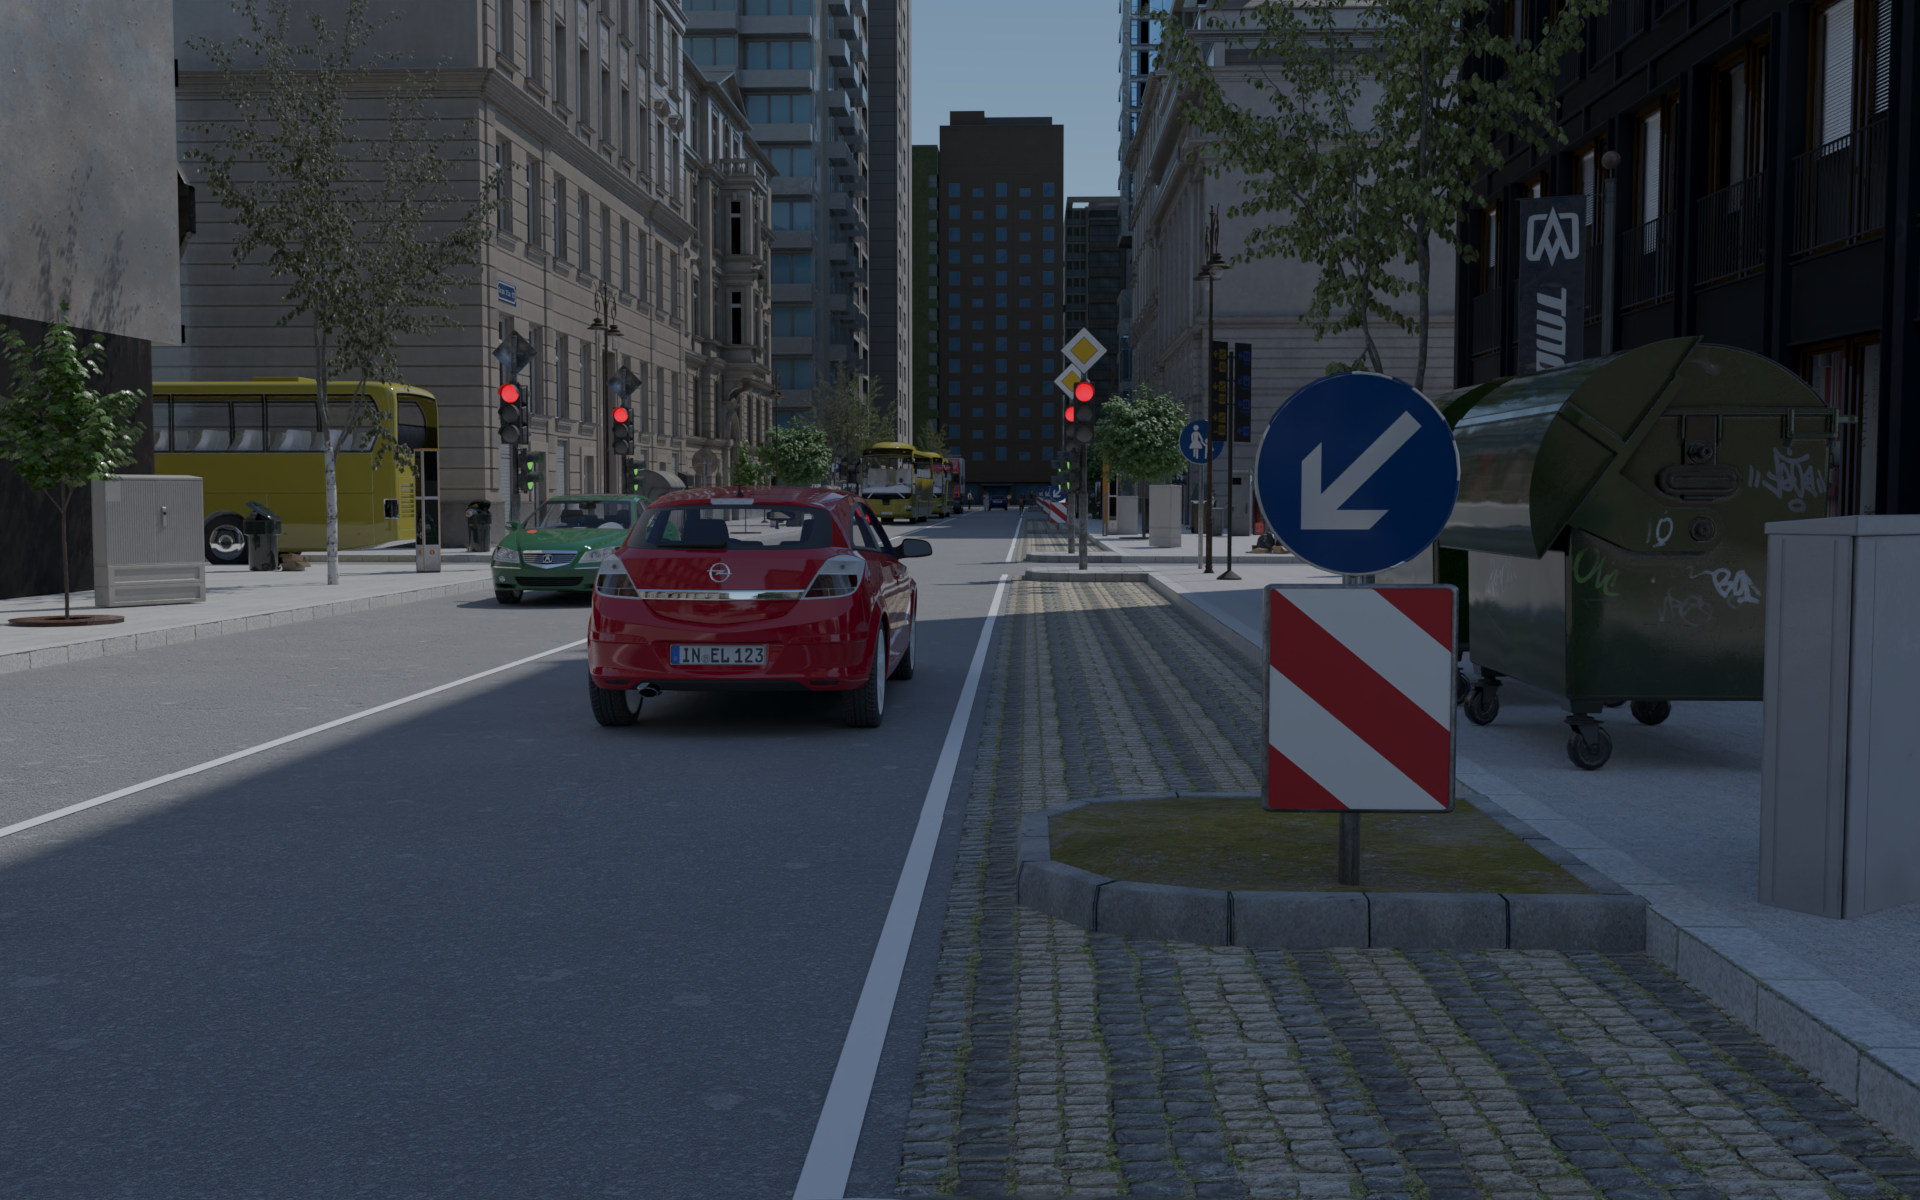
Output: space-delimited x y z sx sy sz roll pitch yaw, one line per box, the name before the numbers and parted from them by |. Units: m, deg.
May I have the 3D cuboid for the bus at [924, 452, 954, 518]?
bus | -1.934 -6.942 105.045 2.896 3.916 12.252 0 4 2

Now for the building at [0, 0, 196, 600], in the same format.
building | -20.009 -9.291 19.353 16.811 18.784 16.820 0 4 2

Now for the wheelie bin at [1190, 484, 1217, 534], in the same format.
wheelie bin | 7.870 -2.943 56.026 0.980 1.594 0.693 3 4 38

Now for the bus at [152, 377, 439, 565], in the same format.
bus | -16.638 -2.593 33.942 12.252 3.916 2.896 0 4 2

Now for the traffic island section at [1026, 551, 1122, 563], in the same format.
traffic island section | 2.424 -0.921 37.347 2.009 0.180 2.903 0 4 2

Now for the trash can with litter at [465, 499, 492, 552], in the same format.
trash can with litter | -10.752 -1.649 38.347 0.624 1.170 1.055 -2 4 -31

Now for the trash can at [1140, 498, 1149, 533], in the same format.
trash can | 6.312 -2.787 57.223 0.748 1.137 0.748 0 3 0

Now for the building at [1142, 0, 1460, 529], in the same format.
building | 15.304 -14.252 74.816 13.314 21.916 24.055 0 4 2

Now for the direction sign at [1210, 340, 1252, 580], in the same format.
direction sign | 4.039 -2.072 25.879 0.876 3.537 0.379 -3 5 -40

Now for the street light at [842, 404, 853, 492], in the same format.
street light | -5.757 -7.082 88.571 0.468 5.910 1.993 0 4 2

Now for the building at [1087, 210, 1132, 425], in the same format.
building | 19.959 -24.839 177.816 14.160 30.474 14.107 0 4 2

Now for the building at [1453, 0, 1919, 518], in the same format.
building | 13.316 -11.494 17.605 12.332 23.373 15.834 0 4 2

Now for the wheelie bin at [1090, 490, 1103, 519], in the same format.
wheelie bin | 7.071 -4.943 88.724 0.693 1.594 0.980 2 4 30

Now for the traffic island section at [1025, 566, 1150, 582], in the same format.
traffic island section | 2.108 -0.433 29.368 2.009 0.180 2.903 0 4 2

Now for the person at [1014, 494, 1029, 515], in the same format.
person | 4.172 -6.481 117.729 1.065 1.426 0.557 1 4 18

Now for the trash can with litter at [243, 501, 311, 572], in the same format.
trash can with litter | -11.385 -1.072 28.910 1.055 1.170 0.624 0 4 4

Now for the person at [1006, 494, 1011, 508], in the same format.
person | 4.985 -10.129 177.292 0.799 1.438 0.628 1 4 22

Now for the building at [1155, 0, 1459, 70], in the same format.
building | 27.403 -26.620 127.120 32.217 40.220 23.993 0 4 2

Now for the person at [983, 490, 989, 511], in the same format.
person | 2.174 -8.328 145.329 0.551 1.740 0.621 -1 4 -13

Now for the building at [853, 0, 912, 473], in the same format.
building | -15.694 -45.049 174.801 20.611 71.187 20.563 0 4 2

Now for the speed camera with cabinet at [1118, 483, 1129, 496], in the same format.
speed camera with cabinet | 7.202 -5.199 79.334 0.660 3.252 2.038 1 4 21

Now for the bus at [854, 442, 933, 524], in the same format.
bus | -3.042 -5.757 85.680 2.896 3.916 12.252 0 4 4

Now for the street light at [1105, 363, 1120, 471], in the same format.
street light | 5.368 -5.389 60.905 0.468 5.910 1.993 0 4 2

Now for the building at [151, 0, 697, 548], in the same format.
building | -16.334 -15.610 52.486 12.463 27.353 25.104 0 4 2

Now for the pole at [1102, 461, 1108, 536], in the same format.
pole | 4.424 -3.598 52.673 0.158 3.312 0.155 0 3 0

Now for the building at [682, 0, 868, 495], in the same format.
building | -18.686 -31.086 127.872 23.786 49.044 30.456 0 4 2

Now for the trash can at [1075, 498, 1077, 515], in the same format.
trash can | 6.959 -5.472 101.115 0.748 1.137 0.748 0 3 0

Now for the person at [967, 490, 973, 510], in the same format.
person | 0.902 -9.048 156.437 0.705 1.823 1.348 1 4 17

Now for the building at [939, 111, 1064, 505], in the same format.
building | 5.013 -33.975 205.607 14.200 45.320 14.600 0 4 2

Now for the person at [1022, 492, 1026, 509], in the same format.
person | 6.158 -9.541 165.966 0.415 1.643 0.593 0 4 2

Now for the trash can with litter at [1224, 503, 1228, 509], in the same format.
trash can with litter | 9.107 -2.768 56.643 0.624 1.170 1.055 2 4 32

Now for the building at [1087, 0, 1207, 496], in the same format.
building | 22.994 -51.424 153.456 22.319 86.520 31.000 0 4 2

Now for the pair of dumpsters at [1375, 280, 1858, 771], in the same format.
pair of dumpsters | 3.412 -0.457 9.963 1.574 2.255 4.437 0 4 2

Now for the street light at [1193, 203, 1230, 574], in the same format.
street light | 4.030 -3.369 27.872 0.468 5.910 1.993 0 4 2

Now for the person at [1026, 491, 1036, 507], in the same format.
person | 7.437 -10.499 180.682 1.217 1.766 0.721 -2 4 -32

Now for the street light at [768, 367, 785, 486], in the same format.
street light | -6.688 -5.531 63.216 0.468 5.910 1.993 0 4 2

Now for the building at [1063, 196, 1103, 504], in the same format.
building | 24.412 -31.874 213.023 23.993 40.220 32.217 0 4 2

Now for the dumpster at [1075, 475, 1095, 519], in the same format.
dumpster | 6.632 -5.377 90.411 1.502 2.255 1.985 0 4 2

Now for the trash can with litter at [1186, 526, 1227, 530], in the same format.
trash can with litter | 8.710 -3.149 62.547 1.678 1.210 2.233 0 4 1

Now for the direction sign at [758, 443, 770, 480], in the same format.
direction sign | -8.710 -5.209 77.158 0.379 3.537 0.876 -3 5 -42

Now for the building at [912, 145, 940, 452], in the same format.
building | -9.133 -31.947 205.923 14.086 41.232 14.154 0 4 2

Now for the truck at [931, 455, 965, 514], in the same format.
truck | -1.024 -8.361 125.622 2.839 4.237 11.283 0 4 2

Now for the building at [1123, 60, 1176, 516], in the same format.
building | 16.232 -18.470 99.240 12.463 27.353 25.104 0 4 2

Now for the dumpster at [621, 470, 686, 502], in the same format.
dumpster | -7.461 -2.226 42.147 1.264 1.857 1.865 0 4 2

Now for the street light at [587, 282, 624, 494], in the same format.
street light | -7.715 -3.980 37.865 0.468 5.910 1.993 0 4 2

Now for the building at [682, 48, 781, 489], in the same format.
building | -16.537 -16.108 82.456 14.460 24.649 34.723 0 4 2
